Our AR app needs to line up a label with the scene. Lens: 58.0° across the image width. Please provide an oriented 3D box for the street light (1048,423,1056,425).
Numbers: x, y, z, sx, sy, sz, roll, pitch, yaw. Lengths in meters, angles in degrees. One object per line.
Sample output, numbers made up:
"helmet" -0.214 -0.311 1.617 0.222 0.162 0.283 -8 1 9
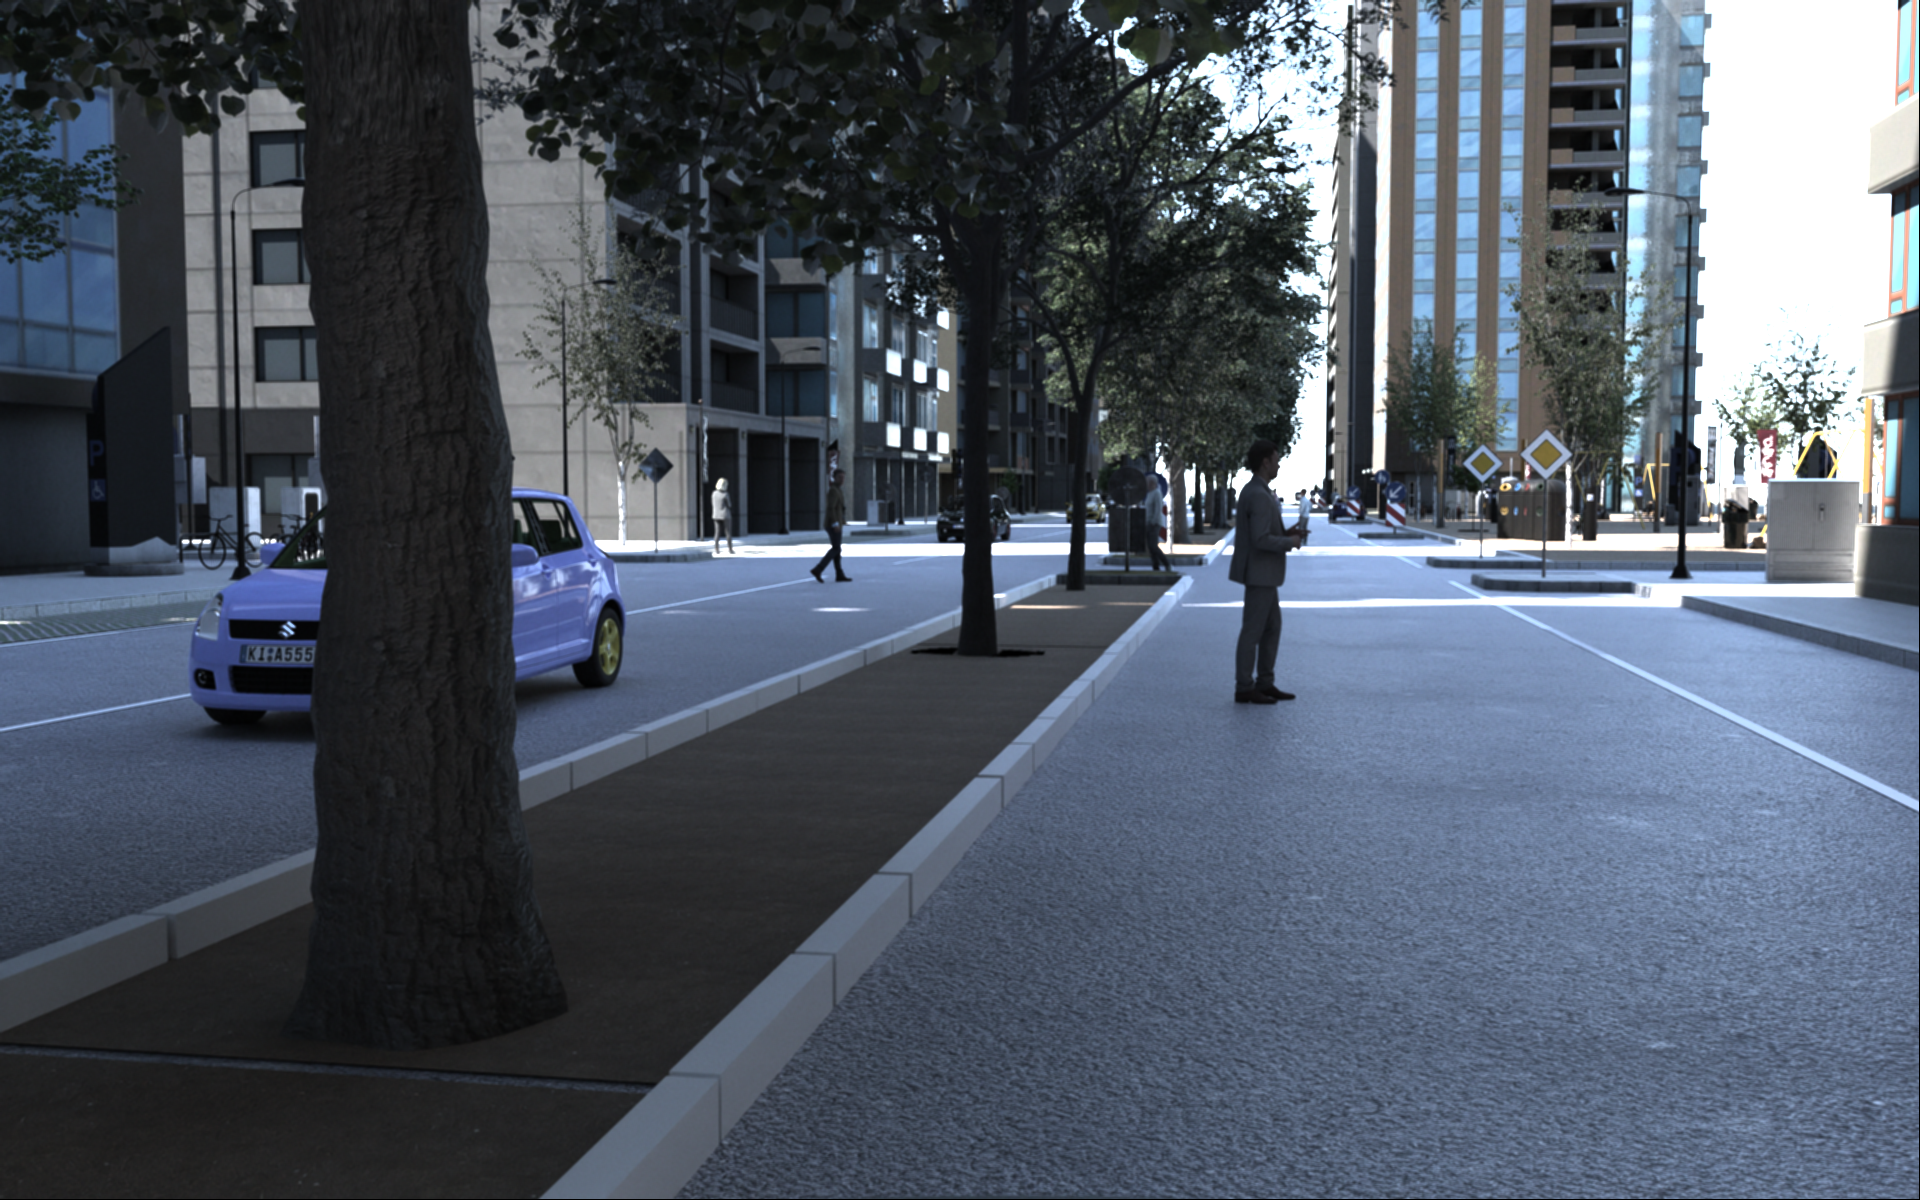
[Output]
"street light" 5.578 -8.623 113.528 1.470 5.913 1.316 1 4 10

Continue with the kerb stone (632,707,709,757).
"kerb stone" -1.655 0.756 9.832 0.120 0.150 1.000 1 4 10

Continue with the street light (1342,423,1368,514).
"street light" 26.025 -8.618 113.440 1.470 5.913 1.316 1 4 10

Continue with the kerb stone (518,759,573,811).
"kerb stone" -2.013 0.879 7.816 0.120 0.150 1.000 1 4 10

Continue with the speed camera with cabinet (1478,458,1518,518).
"speed camera with cabinet" 29.305 -6.120 94.397 0.660 3.252 2.038 -3 5 -45

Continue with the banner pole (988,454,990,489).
"banner pole" 1.300 -6.477 95.921 0.863 3.779 0.401 -3 4 -37

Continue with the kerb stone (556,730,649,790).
"kerb stone" -1.833 0.821 8.823 0.120 0.150 1.000 1 4 10

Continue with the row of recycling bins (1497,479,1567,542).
"row of recycling bins" 15.988 -2.519 48.303 1.069 1.692 3.534 0 4 -3

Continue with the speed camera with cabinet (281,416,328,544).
"speed camera with cabinet" -16.188 -2.991 43.237 0.660 3.252 2.038 0 4 7

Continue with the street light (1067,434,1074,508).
"street light" 8.725 -9.722 131.503 1.470 5.913 1.316 1 4 10

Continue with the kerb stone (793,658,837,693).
"kerb stone" -1.113 0.574 12.856 0.120 0.150 1.000 1 4 10

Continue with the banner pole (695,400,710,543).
"banner pole" -6.827 -3.434 46.169 0.401 3.779 0.863 0 4 7

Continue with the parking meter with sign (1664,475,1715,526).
"parking meter with sign" 29.289 -4.486 69.607 1.738 3.016 0.543 1 4 13

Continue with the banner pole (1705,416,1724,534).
"banner pole" 24.274 -4.017 55.702 0.863 3.779 0.401 -2 4 -25

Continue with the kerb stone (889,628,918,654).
"kerb stone" -0.568 0.392 15.885 0.120 0.150 1.000 1 4 10

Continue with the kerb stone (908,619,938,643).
"kerb stone" -0.391 0.324 16.892 0.120 0.150 1.000 1 4 10

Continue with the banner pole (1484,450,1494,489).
"banner pole" 29.879 -6.606 98.020 0.863 3.779 0.401 2 4 30

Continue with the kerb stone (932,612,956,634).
"kerb stone" -0.219 0.263 17.900 0.120 0.150 1.000 1 4 10

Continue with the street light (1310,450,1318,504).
"street light" 40.080 -13.476 192.866 1.470 5.913 1.316 1 4 10

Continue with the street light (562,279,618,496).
"street light" -8.070 -3.979 37.596 1.470 5.913 1.316 1 4 10

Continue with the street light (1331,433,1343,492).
"street light" 28.991 -9.682 130.844 1.470 5.913 1.316 1 4 10

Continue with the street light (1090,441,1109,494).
"street light" 11.773 -10.770 148.630 1.470 5.913 1.316 1 4 10

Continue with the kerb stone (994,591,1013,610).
"kerb stone" 0.508 0.015 21.952 0.120 0.150 1.000 1 4 10

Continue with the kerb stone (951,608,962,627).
"kerb stone" -0.034 0.201 18.909 0.120 0.150 1.000 1 4 10

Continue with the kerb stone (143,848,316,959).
"kerb stone" -2.366 1.004 5.798 0.120 0.150 1.000 1 4 10

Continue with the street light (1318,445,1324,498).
"street light" 35.209 -11.800 165.468 1.470 5.913 1.316 1 4 10

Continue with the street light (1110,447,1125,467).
"street light" 14.821 -11.836 166.055 1.470 5.913 1.316 1 4 10

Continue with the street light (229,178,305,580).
"street light" -10.232 -3.251 25.687 1.470 5.913 1.316 1 4 10

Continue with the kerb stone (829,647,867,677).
"kerb stone" -0.939 0.517 13.867 0.120 0.150 1.000 1 4 10

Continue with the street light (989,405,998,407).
"street light" 1.294 -7.206 90.358 1.470 5.913 1.316 1 4 10

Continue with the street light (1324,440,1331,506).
"street light" 32.202 -10.752 148.333 1.470 5.913 1.316 1 4 10

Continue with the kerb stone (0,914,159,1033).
"kerb stone" -2.557 1.065 4.787 0.120 0.150 1.000 1 4 10

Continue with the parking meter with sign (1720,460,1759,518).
"parking meter with sign" 40.267 -5.704 89.513 1.738 3.016 0.543 3 5 43

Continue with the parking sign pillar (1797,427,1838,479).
"parking sign pillar" 33.702 -4.916 68.854 1.447 3.967 1.447 -3 5 -45

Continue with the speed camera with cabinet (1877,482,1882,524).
"speed camera with cabinet" 13.217 -1.764 23.175 0.660 3.252 2.038 -1 4 -9

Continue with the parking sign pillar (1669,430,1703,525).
"parking sign pillar" 30.164 -5.111 72.043 1.447 3.967 1.447 -2 4 -26

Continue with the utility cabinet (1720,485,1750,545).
"utility cabinet" 19.008 -2.071 42.535 0.318 1.500 1.173 0 4 7

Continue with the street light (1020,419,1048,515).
"street light" 4.466 -8.252 107.463 1.470 5.913 1.316 1 4 10

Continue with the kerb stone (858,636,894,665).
"kerb stone" -0.750 0.452 14.875 0.120 0.150 1.000 1 4 10

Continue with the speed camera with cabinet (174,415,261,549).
"speed camera with cabinet" -17.506 -2.831 40.618 2.038 3.252 0.660 1 4 9

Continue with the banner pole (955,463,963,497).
"banner pole" -0.088 -7.480 112.309 0.863 3.779 0.401 -3 5 -43

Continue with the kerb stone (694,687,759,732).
"kerb stone" -1.475 0.695 10.839 0.120 0.150 1.000 1 4 10

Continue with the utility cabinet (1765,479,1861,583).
"utility cabinet" 12.283 -0.996 24.957 1.173 1.500 0.318 1 4 18

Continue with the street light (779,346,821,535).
"street light" -5.063 -5.027 54.730 1.470 5.913 1.316 1 4 10

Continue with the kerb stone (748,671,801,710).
"kerb stone" -1.300 0.633 11.848 0.120 0.150 1.000 1 4 10

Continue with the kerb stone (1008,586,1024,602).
"kerb stone" 0.684 -0.047 22.962 0.120 0.150 1.000 1 4 10

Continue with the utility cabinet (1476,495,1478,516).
"utility cabinet" 30.982 -5.642 103.405 0.306 1.237 1.020 1 4 11

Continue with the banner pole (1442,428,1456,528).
"banner pole" 18.487 -4.621 65.576 0.401 3.779 0.863 -1 4 -22

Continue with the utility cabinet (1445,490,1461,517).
"utility cabinet" 26.882 -5.262 94.708 0.318 1.500 1.173 -2 4 -25

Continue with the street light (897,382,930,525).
"street light" -1.929 -6.089 72.091 1.470 5.913 1.316 1 4 10

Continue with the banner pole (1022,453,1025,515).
"banner pole" 3.856 -7.060 105.452 0.401 3.779 0.863 0 4 -8

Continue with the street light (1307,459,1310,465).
"street light" 43.303 -14.571 210.783 1.470 5.913 1.316 1 4 10

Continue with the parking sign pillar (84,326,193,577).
"parking sign pillar" -13.121 -2.382 27.419 1.447 3.967 1.447 2 4 23

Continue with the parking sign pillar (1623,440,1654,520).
"parking sign pillar" 33.712 -5.964 85.981 1.447 3.967 1.447 1 4 21

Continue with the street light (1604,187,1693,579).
"street light" 10.456 -3.289 26.311 1.470 5.913 1.316 1 4 10
